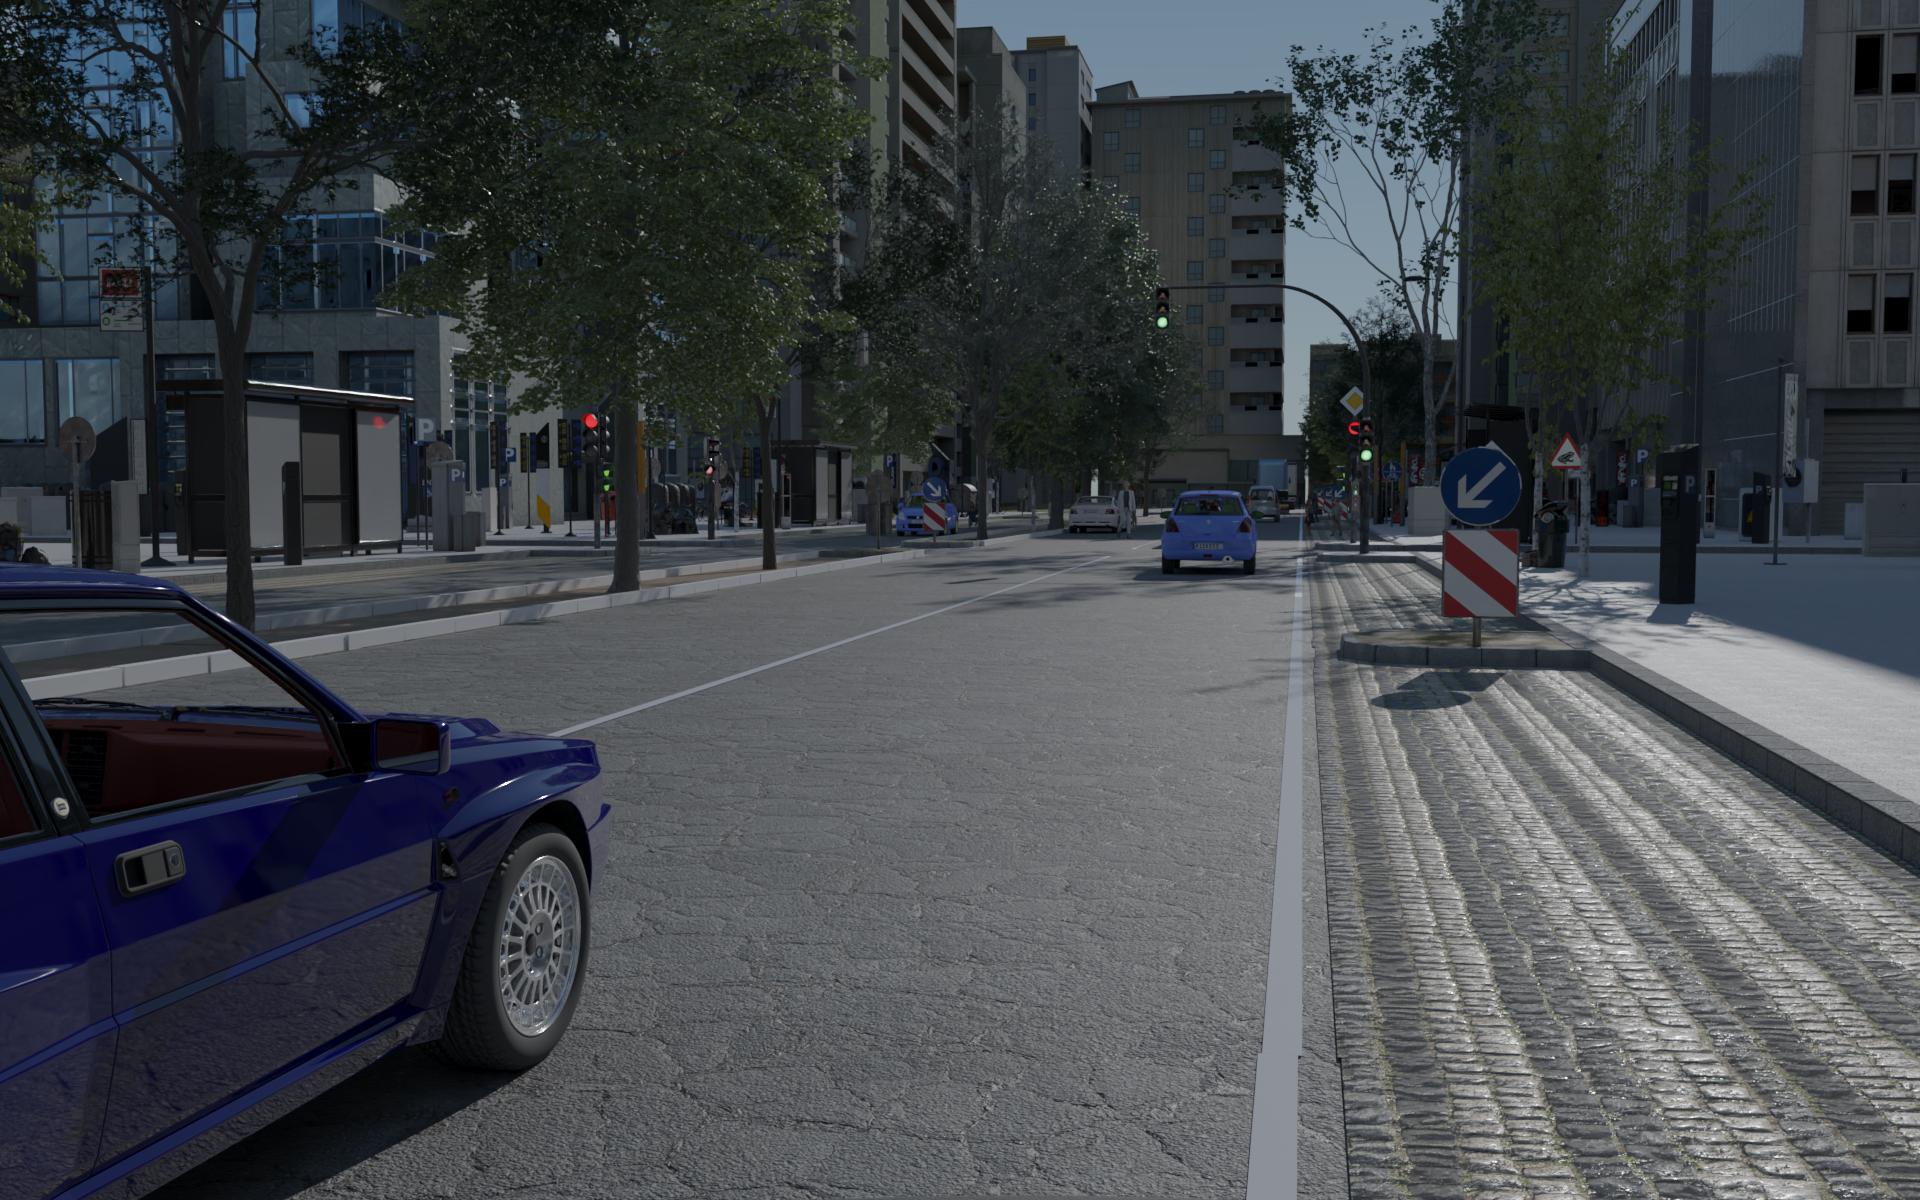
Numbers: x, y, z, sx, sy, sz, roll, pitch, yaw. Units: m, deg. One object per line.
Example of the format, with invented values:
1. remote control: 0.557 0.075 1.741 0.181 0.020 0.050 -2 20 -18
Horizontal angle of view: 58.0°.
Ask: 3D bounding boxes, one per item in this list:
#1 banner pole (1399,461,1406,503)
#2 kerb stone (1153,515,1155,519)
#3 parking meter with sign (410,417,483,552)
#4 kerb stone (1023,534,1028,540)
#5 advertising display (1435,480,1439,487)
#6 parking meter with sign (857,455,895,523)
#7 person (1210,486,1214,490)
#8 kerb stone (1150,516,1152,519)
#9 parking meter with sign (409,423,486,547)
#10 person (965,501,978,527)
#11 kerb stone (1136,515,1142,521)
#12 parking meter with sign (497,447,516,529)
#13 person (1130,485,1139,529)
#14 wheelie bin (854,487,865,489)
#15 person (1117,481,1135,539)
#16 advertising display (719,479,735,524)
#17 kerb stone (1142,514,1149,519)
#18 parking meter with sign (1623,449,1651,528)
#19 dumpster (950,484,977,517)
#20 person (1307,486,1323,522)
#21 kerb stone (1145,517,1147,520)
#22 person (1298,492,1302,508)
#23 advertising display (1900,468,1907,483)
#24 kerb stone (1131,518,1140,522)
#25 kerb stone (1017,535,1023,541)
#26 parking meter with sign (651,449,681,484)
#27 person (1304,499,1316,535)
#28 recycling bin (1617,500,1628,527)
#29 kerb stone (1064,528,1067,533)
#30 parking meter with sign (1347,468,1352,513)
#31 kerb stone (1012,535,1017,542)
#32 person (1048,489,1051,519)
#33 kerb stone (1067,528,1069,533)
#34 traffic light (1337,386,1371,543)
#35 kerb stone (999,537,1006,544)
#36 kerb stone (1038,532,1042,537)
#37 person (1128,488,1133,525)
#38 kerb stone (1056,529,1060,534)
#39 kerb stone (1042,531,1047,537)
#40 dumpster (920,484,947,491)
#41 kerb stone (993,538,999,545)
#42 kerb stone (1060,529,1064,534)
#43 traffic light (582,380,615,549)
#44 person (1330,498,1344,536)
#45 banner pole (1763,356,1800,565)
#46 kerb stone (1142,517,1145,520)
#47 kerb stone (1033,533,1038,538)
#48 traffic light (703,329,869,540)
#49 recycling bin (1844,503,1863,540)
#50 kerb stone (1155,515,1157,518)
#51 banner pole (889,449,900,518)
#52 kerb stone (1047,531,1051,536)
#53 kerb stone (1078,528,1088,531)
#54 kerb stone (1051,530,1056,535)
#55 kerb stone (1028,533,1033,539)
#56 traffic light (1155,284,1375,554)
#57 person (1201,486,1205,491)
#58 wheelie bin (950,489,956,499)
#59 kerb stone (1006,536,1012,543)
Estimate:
1. banner pole: 29.046 -7.566 113.719 0.863 3.779 0.401 1 4 9
2. kerb stone: 11.060 -4.785 100.424 0.120 0.150 1.000 1 4 11
3. parking meter with sign: -11.555 -2.613 38.988 1.738 3.016 0.543 3 5 40
4. kerb stone: 1.902 -1.953 54.128 0.120 0.150 1.000 1 4 11
5. advertising display: 21.459 -4.451 77.984 0.974 1.923 0.123 1 4 10
6. parking meter with sign: -3.718 -4.897 76.332 1.738 3.016 0.543 -3 5 -40
7. person: 12.404 -4.712 85.503 0.822 1.834 0.622 -2 4 -33
8. kerb stone: 10.661 -4.656 98.417 0.120 0.150 1.000 1 4 11
9. parking meter with sign: -12.462 -2.813 42.252 1.738 3.016 0.543 1 4 9
10. person: 0.670 -3.766 75.575 1.012 1.151 0.738 0 4 -7
11. kerb stone: 9.476 -4.293 92.379 0.120 0.150 1.000 1 4 11
12. parking meter with sign: -16.828 -4.139 63.941 0.543 3.016 1.738 0 4 -2
13. person: 7.157 -3.869 71.733 0.573 1.828 0.580 0 4 -6
14. wheelie bin: -4.658 -4.492 81.346 0.980 1.594 0.693 0 4 3
15. person: 5.284 -2.875 55.386 0.514 1.842 0.818 -1 4 -19
16. advertising display: -9.966 -4.221 74.221 0.974 1.923 0.123 3 5 45
17. kerb stone: 10.263 -4.539 96.410 0.120 0.150 1.000 1 4 11
18. parking meter with sign: 25.903 -4.290 66.401 0.543 3.016 1.738 3 4 38
19. dumpster: 0.196 -5.639 97.953 1.264 1.857 1.865 1 4 11
20. person: 17.878 -4.829 87.411 0.822 1.834 0.622 1 4 15
21. kerb stone: 10.059 -4.478 95.408 0.120 0.150 1.000 1 4 11
22. person: 35.181 -10.344 179.085 0.415 1.643 0.593 1 4 18
23. advertising display: 23.712 -2.346 43.566 0.123 1.923 0.974 2 4 26
24. kerb stone: 9.263 -4.231 91.379 0.120 0.150 1.000 1 4 11
25. kerb stone: 1.707 -1.892 53.124 0.120 0.150 1.000 1 4 11
26. parking meter with sign: -11.201 -4.350 67.381 1.738 3.016 0.543 0 4 -5
27. person: 12.063 -2.844 59.663 0.362 1.253 0.373 -3 4 -36
28. recycling bin: 26.424 -3.429 68.625 0.722 1.027 0.722 1 4 21
29. kerb stone: 3.703 -2.508 63.209 0.120 0.150 1.000 1 4 11
30. parking meter with sign: 26.448 -7.343 116.321 0.543 3.016 1.738 -1 4 -15
31. kerb stone: 1.504 -1.829 52.118 0.120 0.150 1.000 1 4 11
32. person: 5.234 -5.566 100.045 0.362 1.759 0.519 1 4 15
33. kerb stone: 3.907 -2.570 64.211 0.120 0.150 1.000 1 4 11
34. traffic light: 10.231 -3.432 45.036 0.839 4.253 0.868 1 4 11
35. kerb stone: 1.104 -1.707 50.097 0.120 0.150 1.000 1 4 11
36. kerb stone: 2.500 -2.139 57.162 0.120 0.150 1.000 1 4 11
37. person: 7.403 -4.101 76.230 0.598 1.740 0.731 -2 4 -33
38. kerb stone: 3.300 -2.383 61.190 0.120 0.150 1.000 1 4 11
39. kerb stone: 2.706 -2.198 58.164 0.120 0.150 1.000 1 4 11
40. dumpster: -1.449 -5.127 89.577 1.264 1.857 1.865 1 4 11
41. kerb stone: 0.903 -1.645 49.094 0.120 0.150 1.000 1 4 11
42. kerb stone: 3.500 -2.445 62.192 0.120 0.150 1.000 1 4 11
43. traffic light: -8.501 -3.159 40.570 0.839 4.253 0.868 1 4 11
44. person: 12.769 -2.802 58.583 0.475 1.303 0.640 3 5 40
45. banner pole: 15.014 -2.539 31.527 0.863 3.779 0.401 -3 4 -36
46. kerb stone: 9.864 -4.416 94.395 0.120 0.150 1.000 1 4 11
47. kerb stone: 2.305 -2.074 56.142 0.120 0.150 1.000 1 4 11
48. traffic light: -4.883 -4.487 48.034 4.771 5.953 1.251 1 4 11
49. recycling bin: 25.363 -2.219 48.839 0.722 1.027 0.722 2 4 28
50. kerb stone: 11.263 -4.844 101.429 0.120 0.150 1.000 1 4 11
51. banner pole: -3.495 -6.296 92.953 0.863 3.779 0.401 -1 4 -18
52. kerb stone: 2.902 -2.262 59.184 0.120 0.150 1.000 1 4 11
53. kerb stone: 4.883 -2.875 69.241 0.120 0.150 1.000 1 4 11
54. kerb stone: 3.111 -2.321 60.185 0.120 0.150 1.000 1 4 11
55. kerb stone: 2.107 -2.015 55.139 0.120 0.150 1.000 1 4 11
56. traffic light: 6.613 -3.841 37.467 4.771 5.953 1.251 1 4 11
57. person: 12.483 -4.907 88.502 0.659 1.850 0.755 0 4 -8
58. wheelie bin: -0.483 -5.895 104.290 0.980 1.594 0.693 -2 4 -31
59. kerb stone: 1.308 -1.764 51.115 0.120 0.150 1.000 1 4 11
